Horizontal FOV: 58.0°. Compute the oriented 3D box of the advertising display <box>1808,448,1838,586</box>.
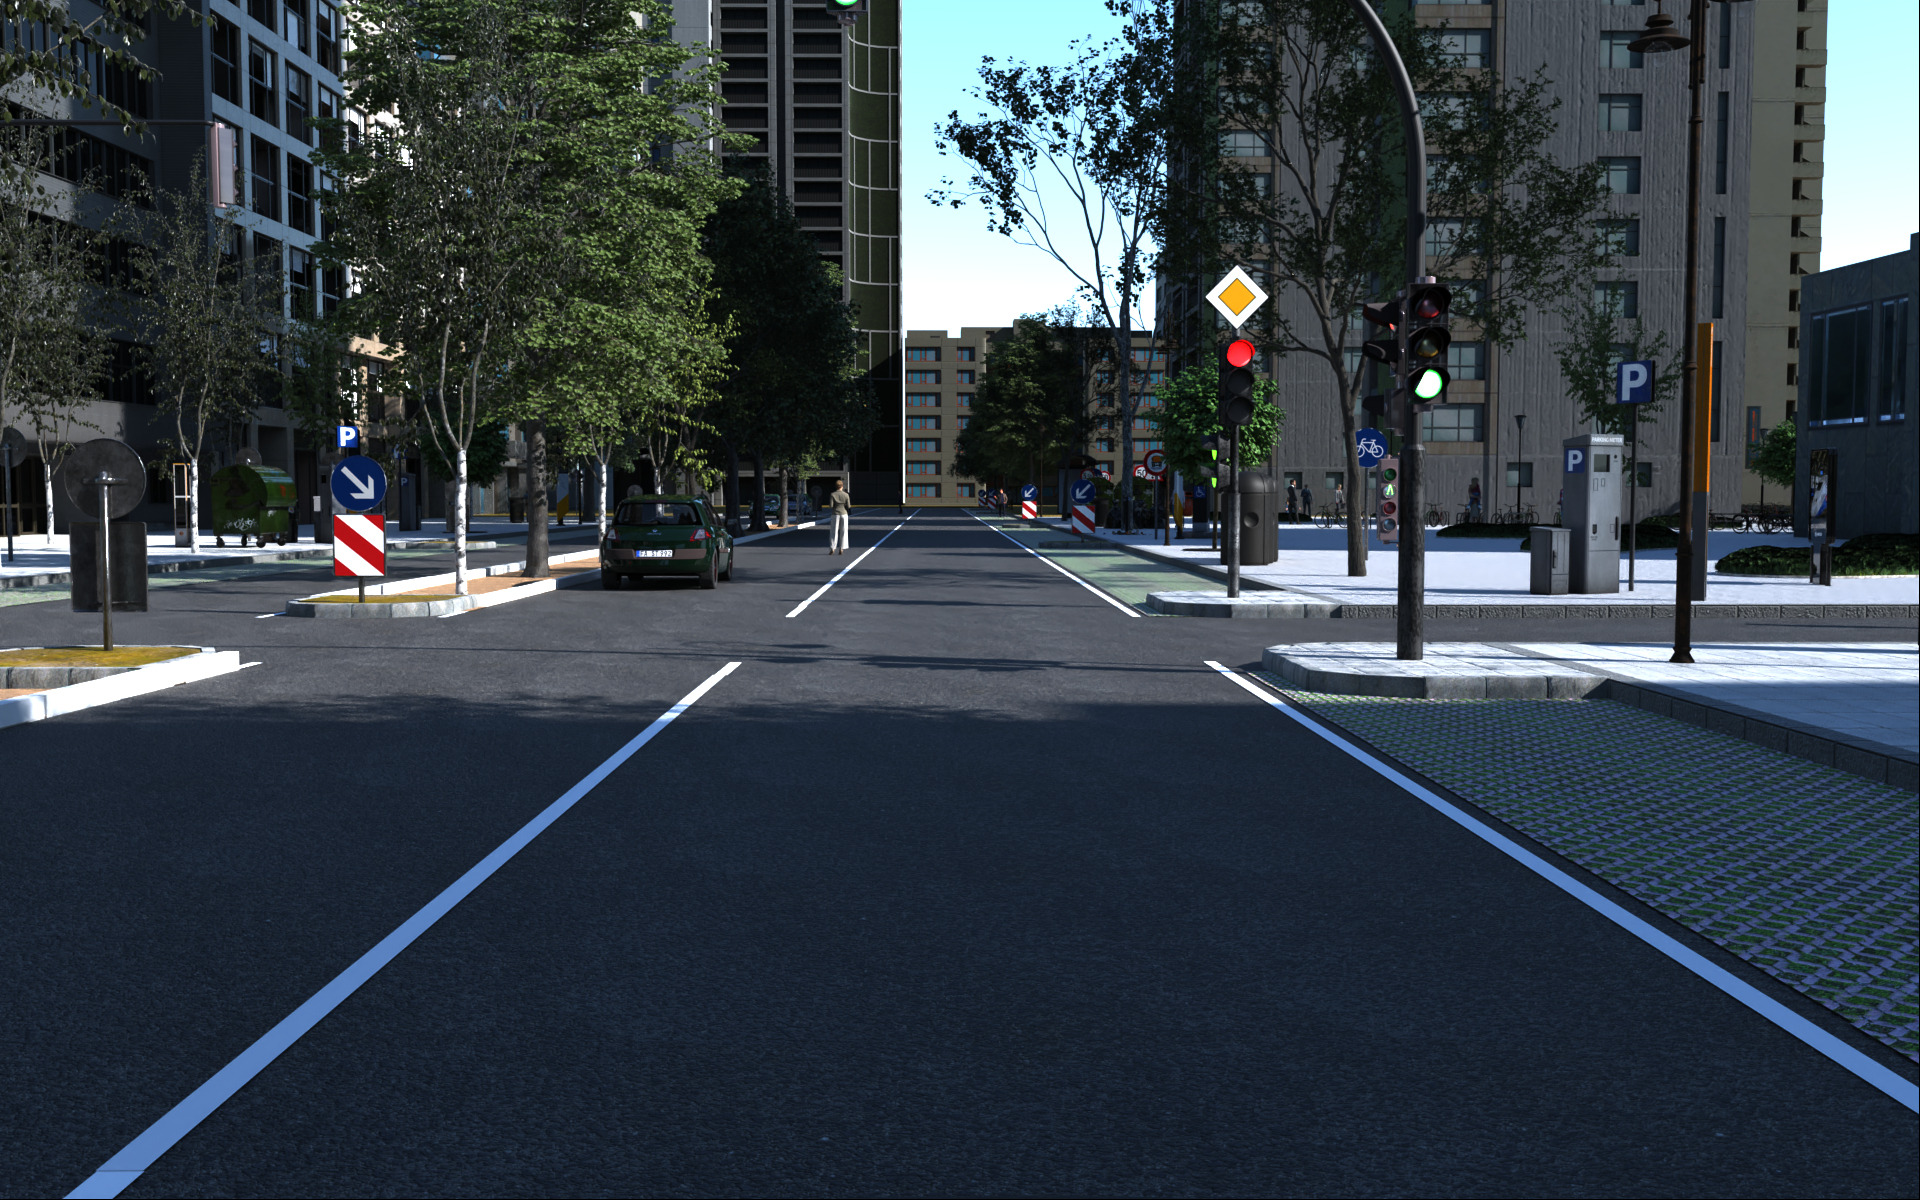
[{"bbox_3d":[12.215,-1.182,24.542,0.123,1.923,0.974,1,4,12],"label":"advertising display"}]

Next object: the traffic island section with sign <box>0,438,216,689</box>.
[{"bbox_3d":[-6.985,-0.334,13.590,2.006,1.907,1.989,0,4,-1],"label":"traffic island section with sign"}]

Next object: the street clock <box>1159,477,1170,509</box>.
[{"bbox_3d":[8.514,-4.132,72.131,0.471,2.002,0.358,0,4,6],"label":"street clock"}]

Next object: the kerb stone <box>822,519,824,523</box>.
[{"bbox_3d":[-6.824,-3.775,83.924,0.120,0.150,1.000,0,4,-1],"label":"kerb stone"}]

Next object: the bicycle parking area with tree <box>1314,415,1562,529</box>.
[{"bbox_3d":[18.318,-4.751,64.673,9.016,4.147,8.231,-2,4,-34],"label":"bicycle parking area with tree"}]

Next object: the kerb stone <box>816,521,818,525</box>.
[{"bbox_3d":[-6.765,-3.517,79.823,0.120,0.150,1.000,0,4,-1],"label":"kerb stone"}]

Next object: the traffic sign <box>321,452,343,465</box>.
[{"bbox_3d":[-18.868,-3.181,52.112,0.768,2.556,0.104,0,4,8],"label":"traffic sign"}]

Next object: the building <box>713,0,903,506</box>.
[{"bbox_3d":[-17.085,-46.613,200.374,20.611,71.187,20.563,0,4,-1],"label":"building"}]

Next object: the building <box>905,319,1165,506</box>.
[{"bbox_3d":[8.175,-22.043,205.437,28.899,21.520,27.650,0,4,-1],"label":"building"}]

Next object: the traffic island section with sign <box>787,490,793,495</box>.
[{"bbox_3d":[-14.733,-8.659,150.202,1.989,1.847,2.006,0,4,-1],"label":"traffic island section with sign"}]

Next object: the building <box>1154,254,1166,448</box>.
[{"bbox_3d":[30.037,-26.102,198.474,14.107,30.474,14.160,0,4,-1],"label":"building"}]

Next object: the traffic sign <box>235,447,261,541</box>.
[{"bbox_3d":[-19.303,-2.866,46.969,0.768,2.556,0.104,0,4,8],"label":"traffic sign"}]

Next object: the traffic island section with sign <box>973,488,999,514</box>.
[{"bbox_3d":[2.136,-7.014,123.311,1.989,1.847,2.006,0,4,-1],"label":"traffic island section with sign"}]

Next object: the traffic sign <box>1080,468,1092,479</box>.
[{"bbox_3d":[6.326,-5.248,85.915,0.768,2.556,0.104,0,4,8],"label":"traffic sign"}]

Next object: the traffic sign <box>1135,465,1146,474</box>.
[{"bbox_3d":[7.847,-4.568,74.794,0.768,2.556,0.104,0,4,1],"label":"traffic sign"}]

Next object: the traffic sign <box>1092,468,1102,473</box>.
[{"bbox_3d":[6.715,-5.269,86.252,0.768,2.556,0.104,0,4,6],"label":"traffic sign"}]

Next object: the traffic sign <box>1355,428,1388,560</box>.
[{"bbox_3d":[7.852,-2.038,33.423,0.768,2.556,0.104,0,4,0],"label":"traffic sign"}]

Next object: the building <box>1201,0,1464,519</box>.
[{"bbox_3d":[22.109,-25.999,108.671,14.154,41.232,14.086,0,4,-1],"label":"building"}]

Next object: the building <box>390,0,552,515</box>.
[{"bbox_3d":[-39.667,-30.074,111.325,23.786,49.044,30.456,0,4,-1],"label":"building"}]

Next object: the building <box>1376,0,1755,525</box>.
[{"bbox_3d":[25.358,-24.064,77.049,14.154,41.232,14.086,0,4,-1],"label":"building"}]

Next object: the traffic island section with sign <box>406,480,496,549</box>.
[{"bbox_3d":[-13.415,-2.279,45.897,1.989,1.847,2.006,0,4,-1],"label":"traffic island section with sign"}]

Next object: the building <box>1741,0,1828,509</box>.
[{"bbox_3d":[62.545,-32.261,151.170,21.600,48.544,21.300,0,4,-1],"label":"building"}]

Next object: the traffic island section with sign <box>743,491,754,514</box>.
[{"bbox_3d":[-14.385,-7.011,123.249,1.989,1.847,2.006,0,4,-1],"label":"traffic island section with sign"}]

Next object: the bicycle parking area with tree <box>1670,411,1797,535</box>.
[{"bbox_3d":[28.698,-4.328,57.772,9.016,4.147,8.231,1,4,19],"label":"bicycle parking area with tree"}]

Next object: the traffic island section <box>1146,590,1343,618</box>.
[{"bbox_3d":[3.410,0.050,21.468,2.009,0.180,2.903,0,4,-1],"label":"traffic island section"}]

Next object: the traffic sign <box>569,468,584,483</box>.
[{"bbox_3d":[-19.682,-5.450,88.834,0.795,2.593,0.064,0,4,6],"label":"traffic sign"}]

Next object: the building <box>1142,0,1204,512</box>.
[{"bbox_3d":[24.824,-42.043,125.652,20.563,71.187,20.611,0,4,-1],"label":"building"}]

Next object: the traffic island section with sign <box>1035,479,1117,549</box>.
[{"bbox_3d":[3.105,-2.290,46.064,1.989,1.847,2.006,0,4,-1],"label":"traffic island section with sign"}]

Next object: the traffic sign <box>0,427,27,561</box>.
[{"bbox_3d":[-18.104,-2.009,32.955,0.768,2.556,0.104,0,4,8],"label":"traffic sign"}]

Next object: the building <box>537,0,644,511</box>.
[{"bbox_3d":[-41.954,-34.087,146.554,27.495,52.752,28.713,0,4,-1],"label":"building"}]

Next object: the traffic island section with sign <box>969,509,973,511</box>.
[{"bbox_3d":[1.787,-8.669,150.368,1.989,1.847,2.006,0,4,-1],"label":"traffic island section with sign"}]

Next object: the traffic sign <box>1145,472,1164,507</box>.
[{"bbox_3d":[7.858,-4.322,70.661,0.884,2.594,0.081,0,4,8],"label":"traffic sign"}]

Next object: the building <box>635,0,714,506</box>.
[{"bbox_3d":[-41.491,-40.259,200.232,28.212,58.520,21.231,0,4,-1],"label":"building"}]

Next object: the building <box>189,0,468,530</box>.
[{"bbox_3d":[-36.801,-16.762,78.582,19.350,26.468,34.151,0,4,-1],"label":"building"}]

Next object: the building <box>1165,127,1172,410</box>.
[{"bbox_3d":[30.821,-27.998,149.654,32.217,40.220,23.993,0,4,-1],"label":"building"}]

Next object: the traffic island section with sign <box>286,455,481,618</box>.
[{"bbox_3d":[-7.069,-0.787,20.997,2.006,1.907,1.989,0,4,-1],"label":"traffic island section with sign"}]

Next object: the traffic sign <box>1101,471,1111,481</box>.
[{"bbox_3d":[7.824,-5.751,94.142,0.768,2.556,0.104,0,4,1],"label":"traffic sign"}]

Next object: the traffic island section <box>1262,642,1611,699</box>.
[{"bbox_3d":[3.510,0.538,13.483,2.009,0.180,2.903,0,4,-1],"label":"traffic island section"}]

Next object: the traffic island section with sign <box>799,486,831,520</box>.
[{"bbox_3d":[-8.022,-5.382,96.130,2.006,1.907,1.989,0,4,-1],"label":"traffic island section with sign"}]

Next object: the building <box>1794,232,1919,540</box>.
[{"bbox_3d":[39.033,-44.426,39.030,31.000,86.520,22.319,0,4,-1],"label":"building"}]

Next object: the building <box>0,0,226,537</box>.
[{"bbox_3d":[-32.990,-13.919,46.637,14.314,24.678,30.058,0,4,-1],"label":"building"}]

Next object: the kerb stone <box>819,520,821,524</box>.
[{"bbox_3d":[-6.803,-3.648,81.877,0.120,0.150,1.000,0,4,-1],"label":"kerb stone"}]

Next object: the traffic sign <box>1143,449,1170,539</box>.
[{"bbox_3d":[5.548,-2.986,48.925,0.768,2.556,0.104,0,4,1],"label":"traffic sign"}]

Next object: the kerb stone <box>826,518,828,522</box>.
[{"bbox_3d":[-6.861,-3.963,86.998,0.120,0.150,1.000,0,4,-1],"label":"kerb stone"}]

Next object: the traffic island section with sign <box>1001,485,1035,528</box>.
[{"bbox_3d":[2.773,-3.938,73.018,1.989,1.847,2.006,0,4,-1],"label":"traffic island section with sign"}]

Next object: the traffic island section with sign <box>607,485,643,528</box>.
[{"bbox_3d":[-13.763,-3.951,73.223,1.989,1.847,2.006,0,4,-1],"label":"traffic island section with sign"}]
